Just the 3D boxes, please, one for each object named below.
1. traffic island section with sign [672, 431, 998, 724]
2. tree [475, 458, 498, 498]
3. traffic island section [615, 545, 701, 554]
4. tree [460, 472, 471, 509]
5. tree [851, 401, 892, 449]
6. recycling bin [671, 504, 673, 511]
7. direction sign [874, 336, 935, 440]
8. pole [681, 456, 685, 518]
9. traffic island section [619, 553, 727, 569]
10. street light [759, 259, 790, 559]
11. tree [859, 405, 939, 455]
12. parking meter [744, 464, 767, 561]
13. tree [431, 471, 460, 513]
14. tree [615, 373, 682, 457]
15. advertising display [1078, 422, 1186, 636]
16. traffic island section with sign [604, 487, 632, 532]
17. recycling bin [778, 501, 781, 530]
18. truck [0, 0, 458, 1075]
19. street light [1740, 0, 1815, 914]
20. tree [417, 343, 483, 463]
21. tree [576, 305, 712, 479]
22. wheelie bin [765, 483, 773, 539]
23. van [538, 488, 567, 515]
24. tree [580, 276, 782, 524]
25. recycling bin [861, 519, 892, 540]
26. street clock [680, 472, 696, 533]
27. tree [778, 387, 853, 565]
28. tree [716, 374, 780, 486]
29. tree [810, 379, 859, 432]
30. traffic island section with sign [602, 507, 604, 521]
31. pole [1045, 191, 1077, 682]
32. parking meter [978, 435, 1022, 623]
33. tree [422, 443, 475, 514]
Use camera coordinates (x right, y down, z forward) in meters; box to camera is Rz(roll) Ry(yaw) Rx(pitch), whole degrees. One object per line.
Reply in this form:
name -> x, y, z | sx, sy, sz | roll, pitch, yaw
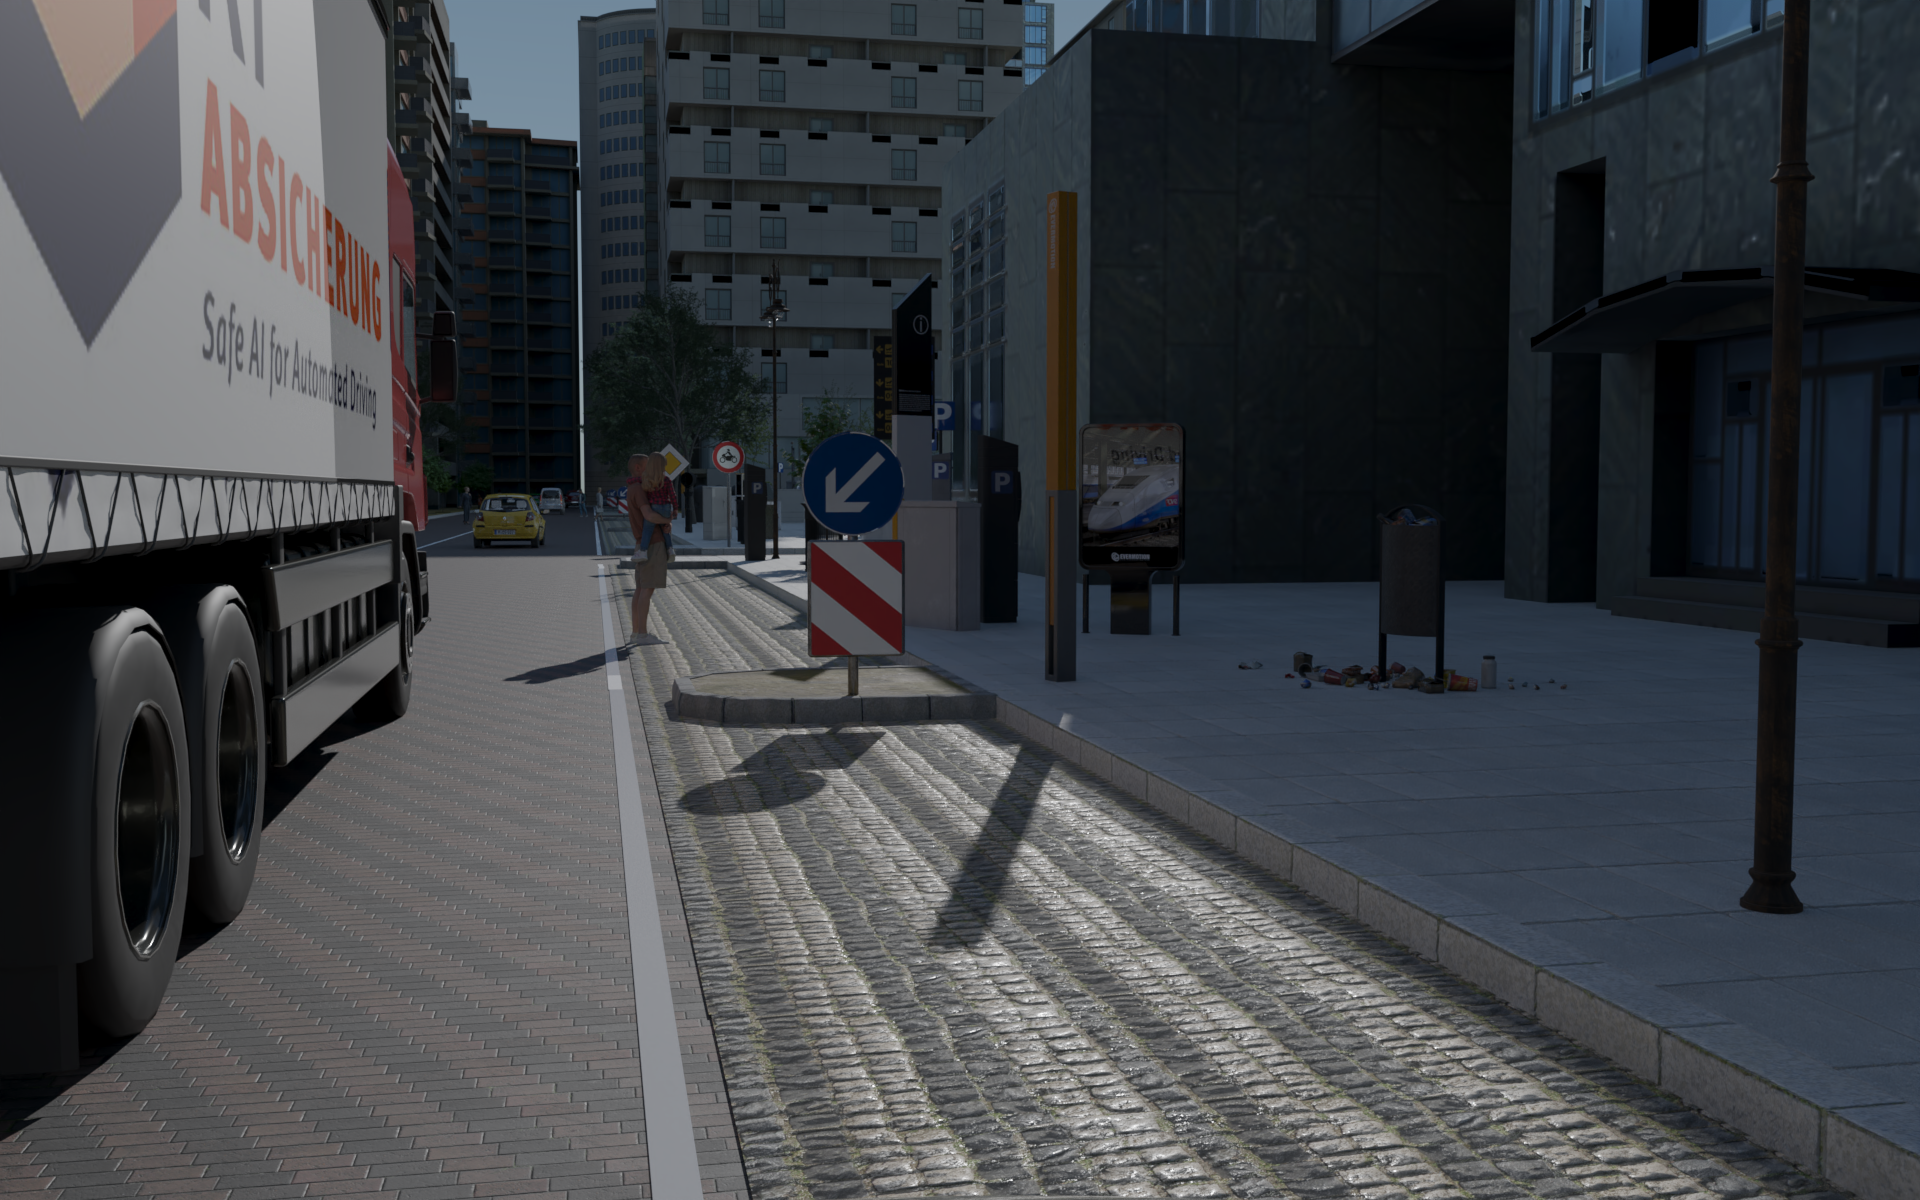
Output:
traffic island section with sign -> -0.931, -0.189, 11.719 | 1.989, 1.847, 2.006 | -1, 4, -12
tree -> -43.716, -10.629, 157.494 | 4.285, 4.588, 4.351 | 0, 3, 0
traffic island section -> -7.354, -1.208, 42.040 | 2.009, 0.180, 2.903 | -1, 4, -12
tree -> -43.795, -9.666, 152.636 | 1.663, 3.219, 1.824 | 0, 3, 0
tree -> -4.546, -9.595, 107.233 | 4.737, 8.622, 4.395 | 0, 3, 0
recycling bin -> -15.984, -5.026, 94.723 | 0.722, 1.027, 0.722 | -2, 4, -32
direction sign -> -0.799, -2.014, 24.921 | 0.876, 3.537, 0.379 | 0, 4, -5
pole -> -14.794, -6.033, 92.481 | 0.158, 3.312, 0.155 | 0, 3, 0
traffic island section -> -5.696, -0.731, 34.228 | 2.009, 0.180, 2.903 | -1, 4, -12
street light -> -3.653, -3.755, 34.175 | 0.468, 5.910, 1.993 | -1, 4, -12
tree -> -3.007, -9.268, 101.889 | 4.360, 8.622, 3.978 | 0, 3, 0
parking meter -> -3.931, -1.689, 33.331 | 0.399, 1.863, 0.255 | -2, 4, -27
tree -> -35.886, -7.667, 119.962 | 1.663, 3.219, 1.824 | 0, 3, 0
tree -> -17.983, -9.296, 102.359 | 4.360, 8.622, 3.978 | 0, 3, 0
advertising display -> 1.564, -0.647, 15.791 | 0.974, 1.923, 0.123 | 1, 4, 20
traffic island section with sign -> -12.453, -3.516, 66.107 | 1.989, 1.847, 2.006 | -1, 4, -12
recycling bin -> -6.724, -2.989, 61.426 | 0.722, 1.027, 0.722 | -1, 4, -9
truck -> -3.990, -1.139, 7.535 | 2.839, 4.237, 11.283 | -1, 4, -12
street light -> 2.517, -1.982, 5.194 | 0.468, 5.910, 1.993 | -1, 4, -12
tree -> -32.178, -10.352, 103.669 | 7.601, 10.594, 8.767 | -1, 4, -23
tree -> -20.641, -12.663, 113.690 | 9.857, 13.997, 8.962 | 0, 3, 0
wheelie bin -> -5.688, -2.529, 49.263 | 0.980, 1.594, 0.693 | -3, 5, -43
van -> -28.535, -6.982, 121.161 | 2.013, 2.044, 4.112 | -1, 4, -11
tree -> -11.567, -8.530, 73.883 | 8.767, 10.594, 7.601 | -2, 4, -35
recycling bin -> -1.612, -1.365, 34.880 | 0.722, 1.027, 0.722 | -1, 4, -8
street clock -> -8.987, -3.227, 57.327 | 0.471, 2.002, 0.358 | 1, 4, 19
tree -> -2.529, -2.254, 31.450 | 1.663, 3.219, 1.824 | 0, 3, 0
tree -> -12.352, -9.088, 98.953 | 4.737, 8.622, 4.395 | 0, 3, 0
tree -> -7.796, -9.875, 111.823 | 4.360, 8.622, 3.978 | 0, 3, 0
traffic island section with sign -> -18.061, -5.128, 92.475 | 1.989, 1.847, 2.006 | -1, 4, -12
pole -> 0.691, -1.099, 11.813 | 0.158, 3.312, 0.155 | 0, 3, 0
parking meter -> 0.392, -0.708, 17.289 | 0.399, 1.863, 0.255 | -1, 4, -17
tree -> -34.494, -7.805, 111.321 | 4.285, 4.588, 4.351 | 0, 3, 0
